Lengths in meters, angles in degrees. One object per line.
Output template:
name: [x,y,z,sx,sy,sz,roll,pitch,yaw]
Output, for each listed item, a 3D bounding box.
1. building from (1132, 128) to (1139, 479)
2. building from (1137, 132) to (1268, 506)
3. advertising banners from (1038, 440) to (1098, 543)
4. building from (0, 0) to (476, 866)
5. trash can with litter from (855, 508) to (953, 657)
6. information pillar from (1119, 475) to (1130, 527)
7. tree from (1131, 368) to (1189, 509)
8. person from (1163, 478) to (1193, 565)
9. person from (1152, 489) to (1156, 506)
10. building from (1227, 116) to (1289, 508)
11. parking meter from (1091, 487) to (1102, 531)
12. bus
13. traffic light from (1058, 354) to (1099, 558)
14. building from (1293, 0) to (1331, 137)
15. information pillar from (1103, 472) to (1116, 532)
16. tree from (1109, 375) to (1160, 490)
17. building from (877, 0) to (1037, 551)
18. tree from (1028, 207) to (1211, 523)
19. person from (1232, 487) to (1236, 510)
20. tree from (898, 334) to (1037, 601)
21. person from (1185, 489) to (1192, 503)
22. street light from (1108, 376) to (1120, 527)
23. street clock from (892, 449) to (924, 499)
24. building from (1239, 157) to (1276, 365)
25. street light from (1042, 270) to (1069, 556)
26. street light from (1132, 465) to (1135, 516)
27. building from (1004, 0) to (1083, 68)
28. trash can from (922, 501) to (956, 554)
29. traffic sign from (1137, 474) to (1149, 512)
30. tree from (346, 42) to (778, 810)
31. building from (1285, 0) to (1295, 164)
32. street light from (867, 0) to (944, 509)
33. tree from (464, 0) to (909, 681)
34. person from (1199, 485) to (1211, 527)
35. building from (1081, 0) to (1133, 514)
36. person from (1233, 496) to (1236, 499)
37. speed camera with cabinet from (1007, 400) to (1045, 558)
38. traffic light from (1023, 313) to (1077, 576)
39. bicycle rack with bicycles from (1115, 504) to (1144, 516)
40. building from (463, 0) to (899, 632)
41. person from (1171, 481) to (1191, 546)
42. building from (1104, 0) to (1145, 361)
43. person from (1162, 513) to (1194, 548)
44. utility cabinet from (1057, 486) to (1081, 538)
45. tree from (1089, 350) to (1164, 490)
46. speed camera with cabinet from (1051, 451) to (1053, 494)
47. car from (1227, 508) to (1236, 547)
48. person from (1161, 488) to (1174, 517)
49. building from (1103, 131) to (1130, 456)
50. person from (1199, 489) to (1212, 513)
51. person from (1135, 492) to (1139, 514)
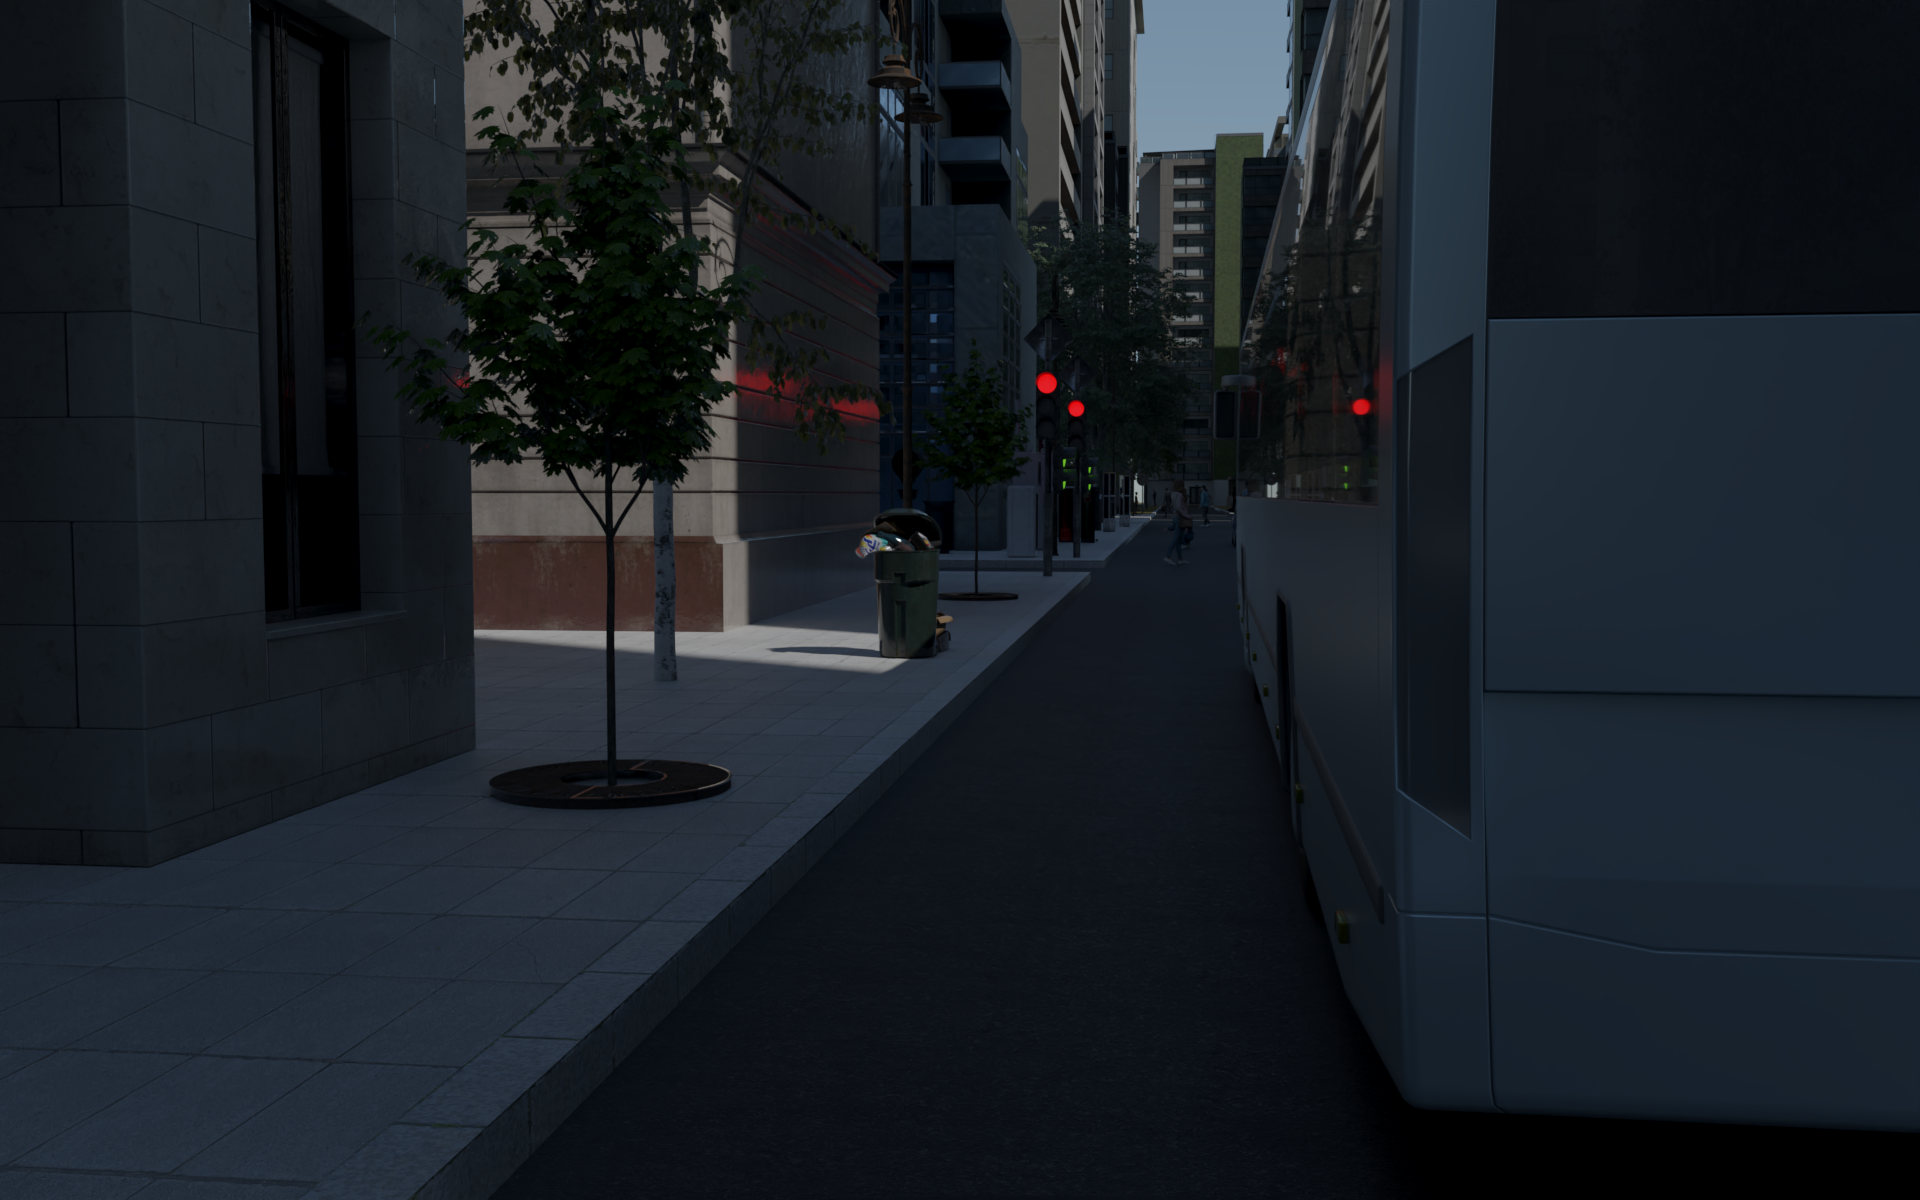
building: [10.184,-35.587,205.548,21.600,48.544,21.300,0,4,7]
building: [27.519,-31.571,199.782,14.086,41.232,14.154,0,4,7]
advertising banners: [2.824,-3.034,45.798,2.074,3.025,0.090,3,5,44]
building: [-8.620,-8.910,0.423,10.420,20.320,16.860,0,4,7]
trash can with litter: [-0.414,-0.152,13.877,0.624,1.170,1.055,1,4,12]
information pillar: [6.445,-3.870,67.774,0.304,2.012,0.304,-2,4,-27]
tree: [16.527,-14.251,151.130,7.486,12.596,7.792,0,3,0]
person: [4.404,-1.596,35.193,0.643,1.750,0.593,-1,4,-12]
person: [20.365,-10.734,181.992,0.568,1.767,0.683,-1,4,-20]
building: [42.631,-29.153,168.529,32.217,40.220,23.993,0,4,7]
parking meter: [4.768,-3.191,60.587,0.372,1.533,0.369,0,3,0]
bus: [2.830,-0.860,8.929,2.948,3.499,13.247,0,4,8]
traffic light: [2.373,-2.809,34.842,0.839,4.253,0.868,0,4,7]
building: [21.130,-18.460,73.523,14.160,30.474,14.107,0,4,7]
information pillar: [5.066,-3.320,58.768,0.304,2.012,0.304,-3,5,-40]
tree: [10.285,-9.469,105.184,4.360,8.622,3.978,0,3,0]
building: [-8.298,-45.279,52.989,22.319,86.520,31.000,0,4,7]
tree: [6.314,-10.422,77.050,9.857,13.997,8.962,0,3,0]
person: [21.645,-7.996,136.410,0.705,1.869,1.348,1,4,10]
tree: [0.073,-1.622,21.115,1.663,3.219,1.824,0,3,0]
person: [16.983,-7.459,130.452,1.348,1.824,0.705,-3,5,-42]
street light: [6.041,-5.826,68.051,0.468,5.910,1.993,0,4,7]
street clock: [-0.827,-1.407,27.576,0.471,2.002,0.358,1,4,17]
building: [31.321,-23.173,150.577,14.160,30.474,14.107,0,4,7]
street light: [1.972,-3.856,35.835,0.468,5.910,1.993,0,4,7]
street light: [9.985,-7.755,99.582,0.468,5.910,1.993,0,4,7]
building: [-4.287,-29.025,98.261,21.300,48.544,21.600,0,4,7]
trash can: [-0.452,-1.569,37.311,0.748,1.137,0.748,0,3,0]
traffic sign: [11.498,-6.672,109.189,0.768,2.556,0.104,1,4,15]
tree: [-1.522,-0.794,7.585,1.663,3.219,1.824,0,3,0]
building: [32.851,-49.742,125.952,22.319,86.520,31.000,0,4,7]
street light: [-0.476,-2.624,15.692,0.468,5.910,1.993,0,4,7]
tree: [-2.017,-3.736,11.439,4.360,8.622,3.978,0,3,0]
person: [10.830,-4.147,76.315,0.620,1.820,0.660,2,4,28]
building: [1.783,-41.680,119.726,20.563,71.187,20.611,0,4,7]
person: [19.715,-7.013,120.711,1.348,1.823,0.705,0,4,1]
speed camera with cabinet: [1.334,-2.531,35.723,0.660,3.252,2.038,0,4,6]
traffic light: [1.386,-2.324,26.918,0.839,4.253,0.868,0,4,7]
bicycle rack with bicycles: [9.404,-5.537,103.915,2.925,0.926,2.852,1,4,15]
building: [-10.611,-9.580,21.255,19.286,19.102,10.561,0,4,7]
person: [6.135,-2.428,48.223,0.620,1.820,0.660,0,4,8]
building: [4.050,-35.599,171.289,27.495,52.752,28.713,0,4,7]
person: [5.864,-1.936,45.654,0.738,1.151,1.012,-1,4,-18]
utility cabinet: [3.153,-2.541,50.227,0.318,1.500,1.173,-3,5,-41]
tree: [7.498,-8.331,86.582,4.737,8.622,4.395,0,3,0]
speed camera with cabinet: [1.756,-2.758,39.432,0.660,3.252,2.038,0,4,-3]
car: [8.463,-2.212,48.175,2.014,1.417,4.499,0,4,8]
person: [12.839,-6.011,106.749,0.622,1.834,0.822,-3,5,-41]
building: [6.265,-22.434,138.498,14.160,30.474,14.107,0,4,7]
person: [18.399,-7.415,129.666,0.705,1.831,1.348,-3,4,-36]
person: [11.414,-6.277,111.925,0.557,1.426,1.065,0,4,0]
